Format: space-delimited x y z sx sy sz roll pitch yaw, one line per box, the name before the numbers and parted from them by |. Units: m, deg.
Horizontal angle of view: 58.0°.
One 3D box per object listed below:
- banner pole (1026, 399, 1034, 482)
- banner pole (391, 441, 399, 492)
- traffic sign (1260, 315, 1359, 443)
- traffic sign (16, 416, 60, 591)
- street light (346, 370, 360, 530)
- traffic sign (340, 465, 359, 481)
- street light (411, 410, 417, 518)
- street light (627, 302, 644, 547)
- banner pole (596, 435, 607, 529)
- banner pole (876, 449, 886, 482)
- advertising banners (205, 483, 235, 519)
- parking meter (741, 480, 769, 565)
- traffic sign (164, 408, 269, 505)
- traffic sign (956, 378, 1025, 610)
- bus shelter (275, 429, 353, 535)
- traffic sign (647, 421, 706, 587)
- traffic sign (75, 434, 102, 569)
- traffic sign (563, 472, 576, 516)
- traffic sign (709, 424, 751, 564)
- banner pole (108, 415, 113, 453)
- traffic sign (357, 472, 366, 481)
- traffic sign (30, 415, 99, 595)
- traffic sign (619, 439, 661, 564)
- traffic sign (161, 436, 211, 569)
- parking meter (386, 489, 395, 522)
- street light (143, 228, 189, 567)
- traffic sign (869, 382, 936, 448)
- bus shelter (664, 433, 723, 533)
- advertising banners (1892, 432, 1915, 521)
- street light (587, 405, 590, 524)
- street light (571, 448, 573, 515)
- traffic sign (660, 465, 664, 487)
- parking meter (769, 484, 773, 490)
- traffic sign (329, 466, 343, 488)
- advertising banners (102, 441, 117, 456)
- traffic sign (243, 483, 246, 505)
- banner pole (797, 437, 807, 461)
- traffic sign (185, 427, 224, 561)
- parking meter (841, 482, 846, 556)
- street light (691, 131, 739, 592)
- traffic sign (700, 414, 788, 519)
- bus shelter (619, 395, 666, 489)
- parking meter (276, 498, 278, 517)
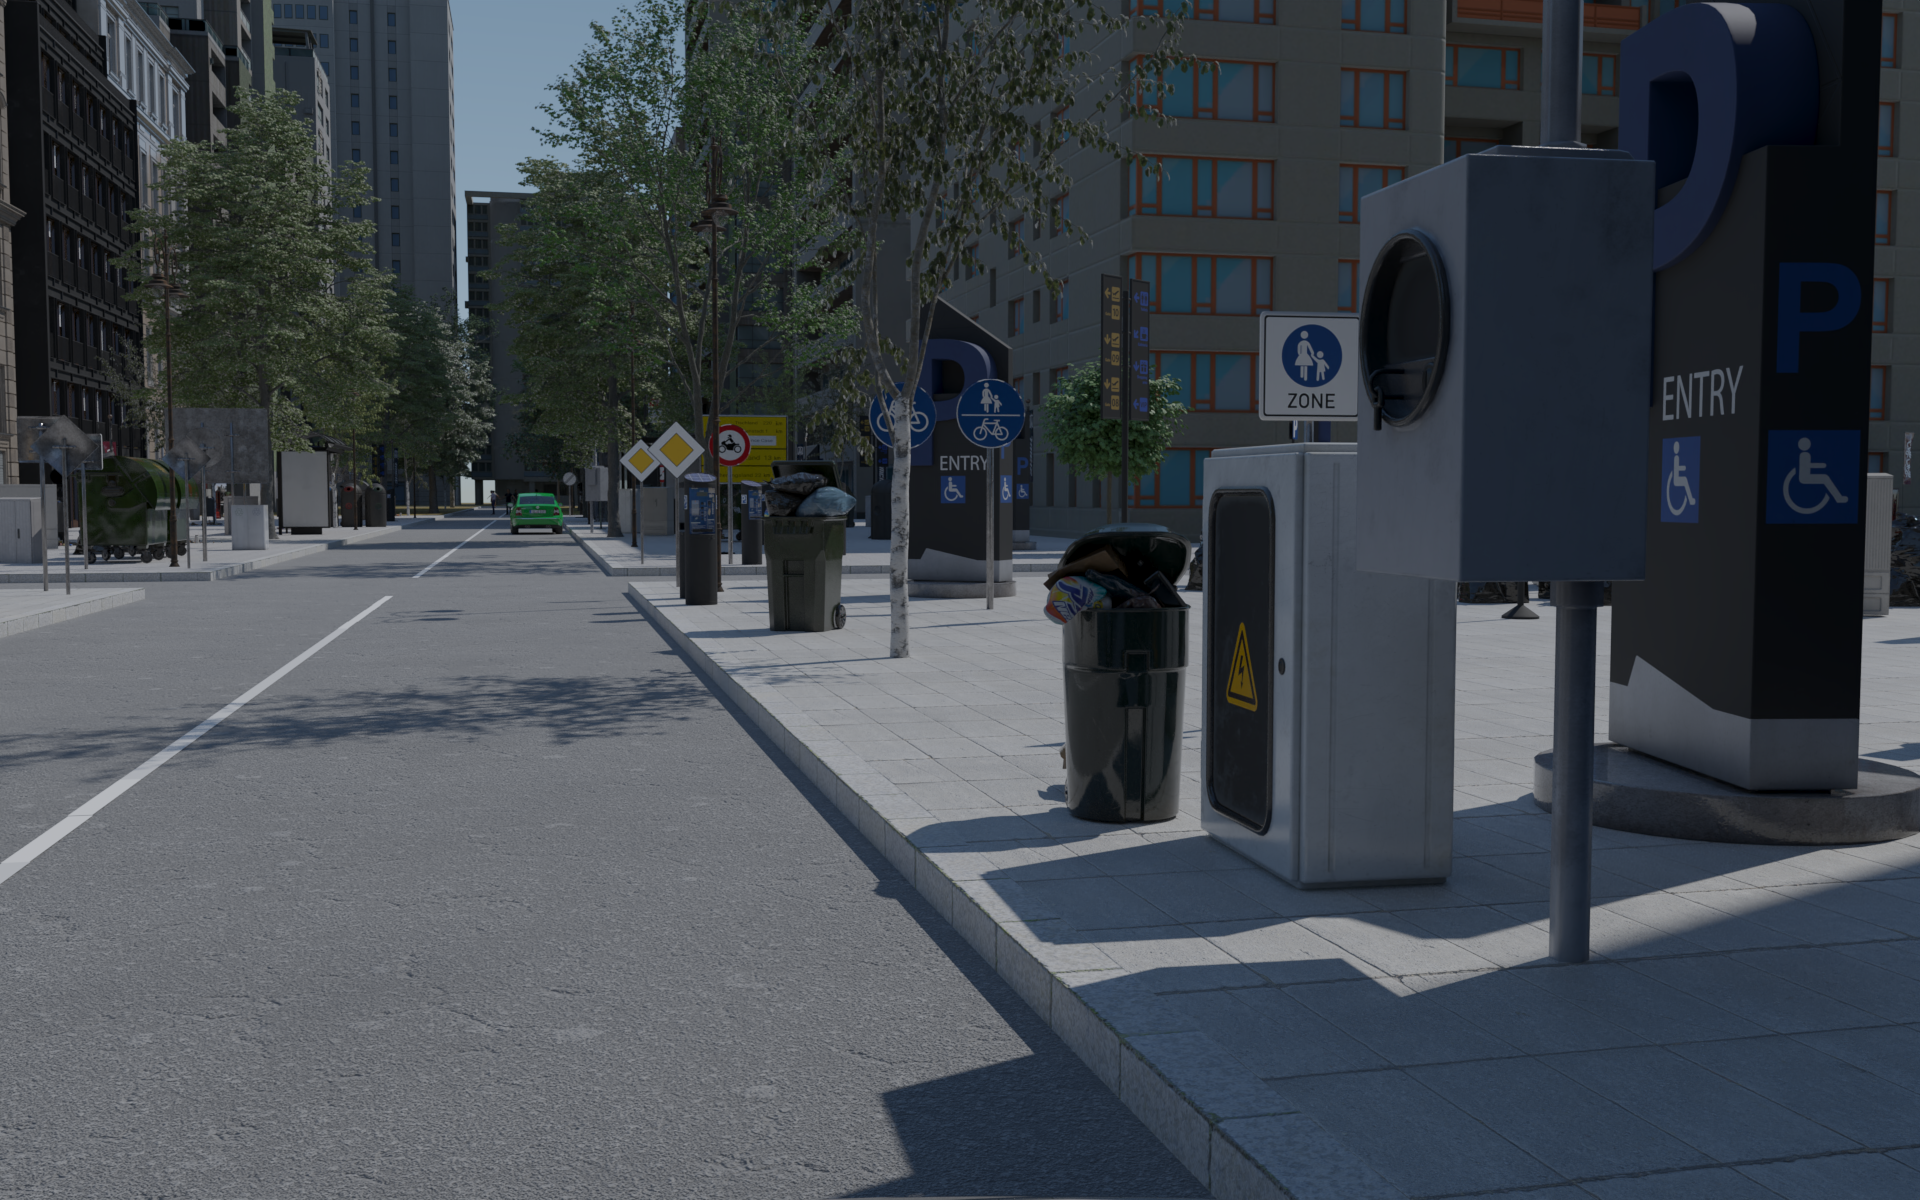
banner pole | 1.824 -3.381 45.291 0.401 3.779 0.863 -1 4 -10
banner pole | -26.720 -5.620 81.905 0.401 3.779 0.863 0 4 5
traffic sign | 1.972 -0.471 9.830 0.606 2.300 0.079 -1 4 -11
traffic sign | -12.084 -1.266 22.835 0.606 2.300 0.079 -1 4 -10
street light | -21.567 -5.435 61.642 0.468 5.910 1.993 -1 4 -14
traffic sign | -26.282 -4.558 74.624 0.768 2.556 0.104 -1 4 -12
street light | -29.420 -7.371 93.303 0.468 5.910 1.993 -1 4 -14
street light | -7.883 -4.219 41.768 0.468 5.910 1.993 -1 4 -14
banner pole | -13.152 -4.455 62.856 0.401 3.779 0.863 1 4 13
banner pole | -4.020 -5.835 85.421 0.863 3.779 0.401 1 4 12
advertising banners | -38.324 -5.694 89.282 2.074 3.025 0.090 1 4 12
parking meter | -3.781 -1.409 31.447 0.372 1.533 0.369 0 3 0
traffic sign | -17.587 -2.885 41.038 2.265 3.308 0.079 -1 4 -13
traffic sign | 0.334 -1.167 19.190 0.768 2.556 0.104 0 4 -8
bus shelter | -21.273 -3.854 56.938 2.014 3.302 5.546 -1 4 -14
traffic sign | -3.898 -1.236 23.851 0.795 2.450 0.064 -1 4 -14
traffic sign | -14.894 -1.671 29.458 0.606 2.300 0.079 0 4 -5
traffic sign | -22.951 -6.223 101.856 0.768 2.556 0.104 0 4 -7
traffic sign | -4.202 -1.930 31.658 0.768 2.556 0.104 -1 4 -10
banner pole | -26.650 -3.941 54.450 0.401 3.779 0.863 -2 4 -30
traffic sign | -28.382 -4.923 81.671 0.795 2.450 0.064 0 4 -8
traffic sign | -11.373 -1.125 22.034 0.795 2.450 0.064 -1 4 -14
traffic sign | -5.811 -1.710 31.605 0.795 2.450 0.064 -1 4 -14
traffic sign | -13.287 -1.599 29.788 0.795 2.450 0.064 -1 4 -14
parking meter | -26.591 -4.432 80.867 0.372 1.533 0.369 0 3 0
street light | -13.845 -3.521 30.349 0.468 5.910 1.993 -1 4 -14
traffic sign | -0.655 -1.202 19.751 0.768 2.556 0.104 0 4 -5
bus shelter | -9.209 -4.018 59.611 2.014 3.302 5.546 -1 4 -14
advertising banners | 26.080 -3.193 48.390 2.074 3.025 0.090 -2 4 -34
street light | -15.659 -6.130 73.014 0.468 5.910 1.993 -1 4 -14
street light | -23.391 -8.042 104.279 0.468 5.910 1.993 -1 4 -14
traffic sign | -12.860 -4.572 74.855 0.768 2.556 0.104 0 4 -7
parking meter | -4.891 -2.154 43.637 0.372 1.533 0.369 0 3 0
traffic sign | -28.647 -4.861 79.579 0.768 2.556 0.104 0 4 -6
advertising banners | -27.768 -3.781 58.014 0.090 3.025 2.074 2 4 26
traffic sign | -17.211 -2.420 41.695 0.606 2.300 0.079 0 4 -4
banner pole | -6.927 -5.271 76.204 0.401 3.779 0.863 -3 5 -44
traffic sign | -14.384 -2.007 32.926 0.768 2.556 0.104 0 4 -7
parking meter | -2.571 -1.701 36.216 0.372 1.533 0.369 0 3 0
street light | -3.184 -3.044 22.551 0.468 5.910 1.993 -1 4 -14
traffic sign | -5.550 -3.099 44.541 2.265 3.308 0.079 -1 4 -12
bus shelter | -12.376 -5.509 67.704 2.179 5.291 8.768 -1 4 -14
parking meter | -38.038 -5.410 96.866 0.372 1.533 0.369 0 3 0
